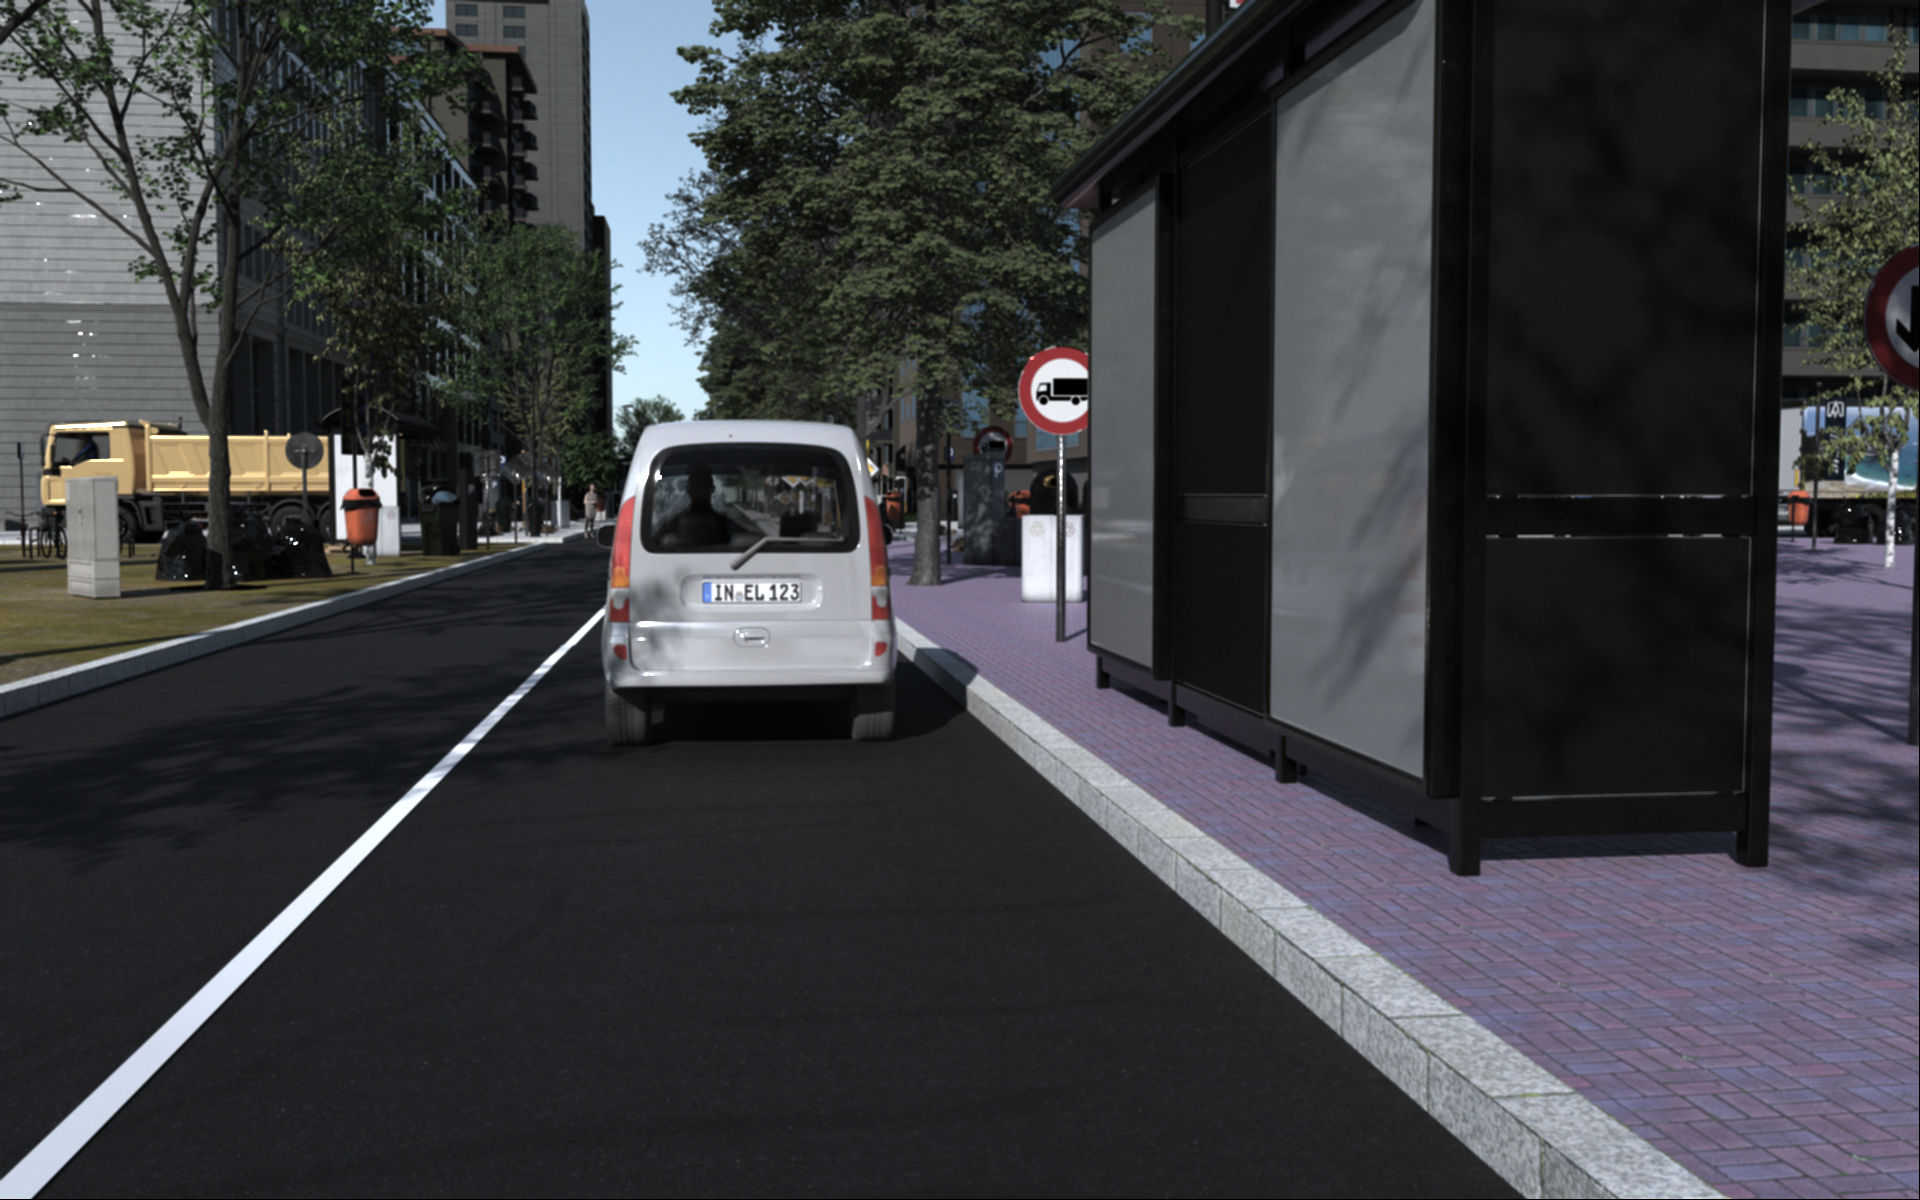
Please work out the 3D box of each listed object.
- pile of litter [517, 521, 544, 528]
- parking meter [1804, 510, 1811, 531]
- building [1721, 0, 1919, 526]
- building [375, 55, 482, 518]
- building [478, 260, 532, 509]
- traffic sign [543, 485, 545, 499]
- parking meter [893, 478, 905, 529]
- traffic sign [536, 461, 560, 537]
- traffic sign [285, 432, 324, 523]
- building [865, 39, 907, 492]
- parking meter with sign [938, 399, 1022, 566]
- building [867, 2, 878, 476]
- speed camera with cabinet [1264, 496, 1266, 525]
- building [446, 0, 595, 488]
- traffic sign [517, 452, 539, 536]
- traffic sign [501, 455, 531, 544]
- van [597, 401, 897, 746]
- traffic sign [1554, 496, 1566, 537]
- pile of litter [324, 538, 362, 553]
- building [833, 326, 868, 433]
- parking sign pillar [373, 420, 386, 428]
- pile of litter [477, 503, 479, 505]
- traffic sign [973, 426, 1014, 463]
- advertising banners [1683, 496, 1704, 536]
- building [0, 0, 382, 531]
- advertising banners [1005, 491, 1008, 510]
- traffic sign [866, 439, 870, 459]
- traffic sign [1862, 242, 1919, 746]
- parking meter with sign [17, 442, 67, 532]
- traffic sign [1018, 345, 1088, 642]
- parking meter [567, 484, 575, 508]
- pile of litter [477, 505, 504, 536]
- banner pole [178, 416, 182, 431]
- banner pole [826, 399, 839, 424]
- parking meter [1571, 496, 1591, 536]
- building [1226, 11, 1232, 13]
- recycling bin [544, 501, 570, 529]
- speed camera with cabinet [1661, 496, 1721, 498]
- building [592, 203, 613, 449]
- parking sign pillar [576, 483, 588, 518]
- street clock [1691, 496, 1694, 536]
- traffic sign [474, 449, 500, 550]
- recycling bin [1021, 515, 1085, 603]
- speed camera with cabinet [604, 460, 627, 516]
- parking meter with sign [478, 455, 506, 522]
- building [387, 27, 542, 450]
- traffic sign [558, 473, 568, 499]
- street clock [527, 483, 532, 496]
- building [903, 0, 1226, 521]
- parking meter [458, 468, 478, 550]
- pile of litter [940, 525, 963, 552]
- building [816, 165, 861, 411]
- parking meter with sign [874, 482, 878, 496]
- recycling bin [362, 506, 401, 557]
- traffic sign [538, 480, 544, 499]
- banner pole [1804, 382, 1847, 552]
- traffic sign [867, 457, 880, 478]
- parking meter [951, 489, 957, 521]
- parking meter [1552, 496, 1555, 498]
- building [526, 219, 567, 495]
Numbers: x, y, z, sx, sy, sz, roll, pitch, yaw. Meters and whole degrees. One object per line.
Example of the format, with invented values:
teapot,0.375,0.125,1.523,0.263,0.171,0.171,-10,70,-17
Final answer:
pile of litter,-16.426,-3.249,67.083,1.719,0.858,1.176,-3,5,-40
parking meter,29.231,-3.126,59.516,0.372,1.533,0.369,0,3,0
building,39.872,-27.872,79.409,21.600,48.544,21.300,0,4,-8
building,-41.542,-18.420,105.682,19.350,26.468,34.151,0,4,-8
building,-49.796,-17.914,137.933,27.650,21.520,28.899,0,4,-8
traffic sign,-21.686,-5.523,90.300,0.884,2.594,0.081,0,3,0
parking meter,-2.222,-3.524,63.337,0.255,1.863,0.399,3,5,41
traffic sign,-12.445,-2.967,52.146,0.795,2.450,0.064,0,4,-8
traffic sign,-13.388,-2.158,35.394,0.768,2.556,0.104,0,4,-2
building,2.574,-30.858,159.155,22.147,44.769,28.867,0,4,-8
parking meter with sign,0.430,-2.149,31.390,1.738,3.016,0.543,3,5,39
building,-0.907,-45.538,182.796,20.563,71.187,20.611,0,4,-8
speed camera with cabinet,7.970,-3.071,44.554,2.038,3.252,0.660,-3,4,-38
building,-61.596,-49.661,250.216,20.563,71.187,20.611,0,4,-8
traffic sign,-13.217,-3.221,52.767,0.768,2.556,0.104,0,4,-5
traffic sign,-11.351,-2.483,44.236,0.795,2.450,0.064,0,4,-8
van,-1.386,-0.262,11.300,2.013,2.044,4.112,0,4,-8
traffic sign,4.297,-0.751,12.391,0.768,2.556,0.104,0,4,-6
pile of litter,-13.234,-1.457,37.784,1.176,0.858,1.719,-3,5,-41
building,-10.238,-28.102,231.175,14.160,30.474,14.107,0,4,-8
parking sign pillar,-18.643,-4.042,54.554,1.447,3.967,1.447,0,4,4
pile of litter,-28.462,-5.431,102.769,1.176,0.858,1.719,0,4,-3
traffic sign,0.617,-1.980,32.474,0.768,2.556,0.104,0,4,-1
advertising banners,16.035,-2.536,37.644,0.090,3.025,2.074,3,4,38
building,-33.490,-18.164,74.470,11.434,29.767,29.804,0,4,-8
advertising banners,1.480,-4.295,66.418,0.090,3.025,2.074,1,4,21
traffic sign,-4.444,-4.282,63.876,2.265,3.308,0.079,0,4,-2
traffic sign,4.894,-0.530,8.779,0.768,2.556,0.104,0,4,-4
parking meter with sign,-30.889,-3.821,58.732,1.738,3.016,0.543,-1,4,-18
traffic sign,0.876,-0.908,14.957,0.768,2.556,0.104,0,4,-3
parking meter,-23.346,-6.007,103.922,0.255,1.863,0.399,2,4,28
pile of litter,-14.825,-2.438,53.825,1.176,0.858,1.719,-2,4,-28
banner pole,-25.049,-4.015,55.668,0.401,3.779,0.863,-1,4,-17
banner pole,-3.348,-3.407,45.721,0.401,3.779,0.863,-2,4,-29
parking meter,9.836,-1.157,27.331,0.372,1.533,0.369,0,3,0
building,10.964,-25.807,72.049,14.200,45.320,14.600,0,4,-8
recycling bin,-15.062,-3.189,64.700,0.722,1.027,0.722,1,4,18
speed camera with cabinet,26.592,-4.201,63.014,0.660,3.252,2.038,-3,4,-37
building,-61.629,-37.881,269.472,14.600,45.320,14.200,0,4,-8
parking sign pillar,-19.717,-6.324,91.868,1.447,3.967,1.447,1,4,19
street clock,16.700,-2.135,39.474,0.471,2.002,0.358,1,4,11
traffic sign,-10.766,-2.283,39.460,0.606,2.300,0.079,0,4,1
recycling bin,1.122,-0.504,20.795,0.722,1.027,0.722,0,4,6
speed camera with cabinet,-19.762,-6.491,100.456,0.660,3.252,2.038,2,4,28
parking meter with sign,-21.207,-5.019,78.324,1.738,3.016,0.543,3,5,43
building,-52.314,-31.276,165.979,22.147,44.769,28.867,0,4,-8
traffic sign,-22.542,-6.017,98.486,0.768,2.556,0.104,0,4,2
street clock,-26.621,-6.276,107.176,0.471,2.002,0.358,-3,5,-44
building,4.443,-26.860,89.272,14.600,45.320,14.200,0,4,-8
parking meter,-11.297,-2.083,39.771,0.255,1.863,0.399,2,4,29
pile of litter,0.311,-1.519,38.805,1.719,0.858,1.176,-3,4,-37
building,-9.607,-38.271,249.431,21.300,48.544,21.600,0,4,-8
parking meter with sign,-5.146,-7.069,111.839,1.738,3.016,0.543,1,4,13
recycling bin,-11.900,-1.409,35.596,0.722,1.027,0.722,-1,4,-22
traffic sign,-20.468,-5.120,84.901,0.795,2.450,0.064,0,4,-4
banner pole,19.384,-2.979,38.730,0.863,3.779,0.401,0,4,2
traffic sign,-2.851,-3.170,53.014,0.795,2.450,0.064,0,4,-2
parking meter,-0.303,-4.458,81.300,0.372,1.533,0.369,0,3,0
parking meter,26.605,-4.211,77.257,0.372,1.533,0.369,0,3,0
building,-65.500,-32.778,227.794,32.217,40.220,23.993,0,4,-8
